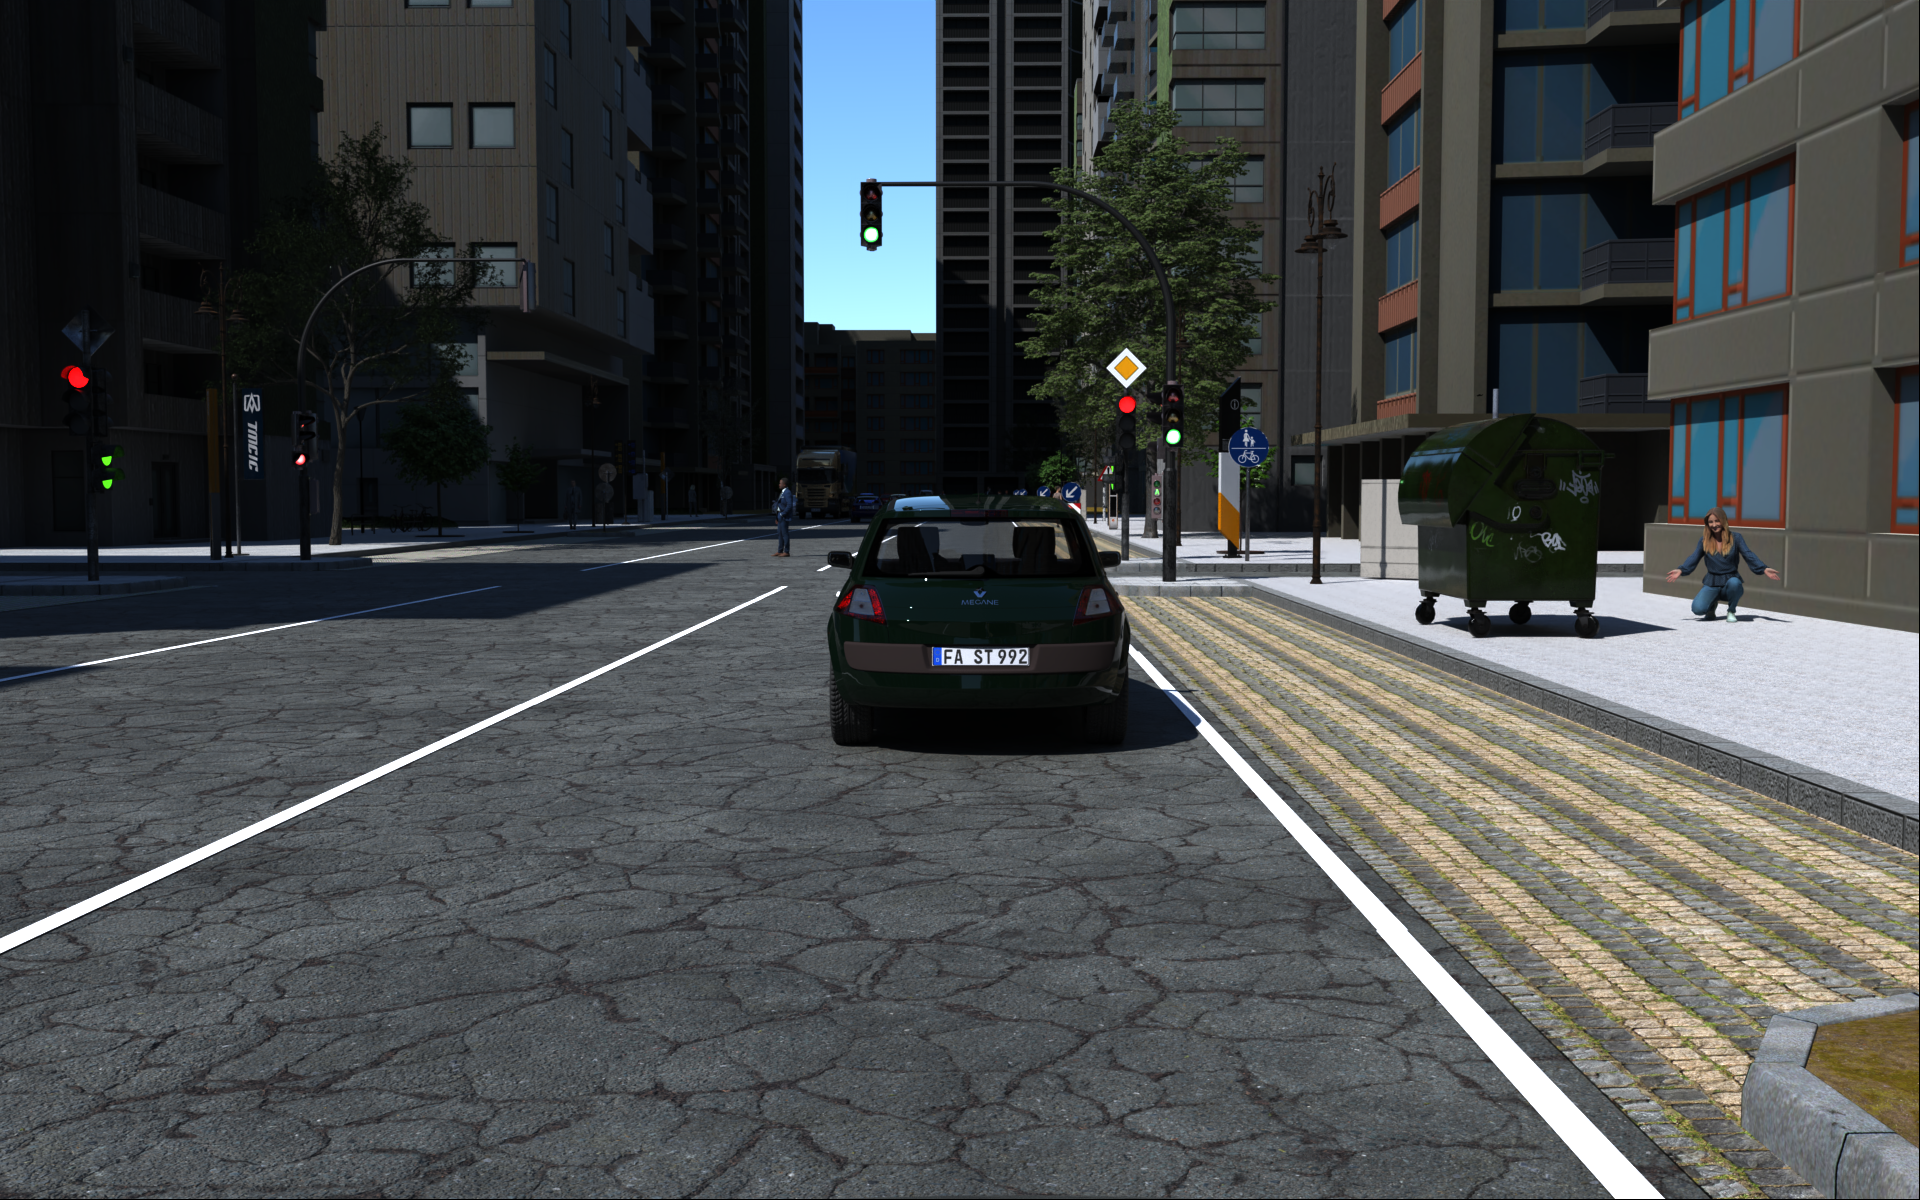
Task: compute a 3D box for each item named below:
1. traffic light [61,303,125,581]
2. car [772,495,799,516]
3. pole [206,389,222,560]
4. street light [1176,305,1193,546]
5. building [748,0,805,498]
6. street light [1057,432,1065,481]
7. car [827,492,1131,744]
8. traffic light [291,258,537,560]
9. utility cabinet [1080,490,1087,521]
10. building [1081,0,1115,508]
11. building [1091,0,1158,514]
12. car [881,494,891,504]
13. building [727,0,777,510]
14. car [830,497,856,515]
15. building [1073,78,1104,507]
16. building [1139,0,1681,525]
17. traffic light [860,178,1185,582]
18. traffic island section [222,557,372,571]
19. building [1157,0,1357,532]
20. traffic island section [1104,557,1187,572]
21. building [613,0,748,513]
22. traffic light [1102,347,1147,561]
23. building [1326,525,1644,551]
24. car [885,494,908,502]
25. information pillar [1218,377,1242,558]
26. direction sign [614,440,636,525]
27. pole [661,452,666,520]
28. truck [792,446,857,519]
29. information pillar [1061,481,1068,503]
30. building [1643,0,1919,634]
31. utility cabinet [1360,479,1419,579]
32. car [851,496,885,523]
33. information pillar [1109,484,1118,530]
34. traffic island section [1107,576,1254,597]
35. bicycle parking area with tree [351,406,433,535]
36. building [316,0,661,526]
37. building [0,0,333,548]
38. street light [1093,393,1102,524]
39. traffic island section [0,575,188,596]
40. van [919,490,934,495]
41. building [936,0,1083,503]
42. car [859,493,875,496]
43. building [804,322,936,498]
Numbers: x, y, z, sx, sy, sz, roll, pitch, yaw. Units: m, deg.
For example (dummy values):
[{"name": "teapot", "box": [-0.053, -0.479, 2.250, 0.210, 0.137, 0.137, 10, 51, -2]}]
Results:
[{"name": "traffic light", "box": [-12.817, -2.239, 25.535, 0.839, 4.253, 0.868, 0, 4, 1]}, {"name": "car", "box": [-11.357, -6.267, 114.835, 2.083, 1.381, 4.827, 0, 4, 1]}, {"name": "pole", "box": [-14.473, -2.431, 33.595, 0.158, 3.312, 0.155, 0, 3, 0]}, {"name": "street light", "box": [5.395, -4.269, 42.582, 0.468, 5.910, 1.993, 0, 4, 1]}, {"name": "building", "box": [-29.875, -38.453, 170.703, 28.212, 58.520, 21.231, 0, 4, 1]}, {"name": "street light", "box": [6.295, -8.246, 107.609, 0.468, 5.910, 1.993, 0, 4, 1]}, {"name": "car", "box": [0.100, -0.094, 11.323, 2.009, 1.686, 4.222, 0, 4, 0]}, {"name": "traffic light", "box": [-10.600, -3.600, 33.522, 4.771, 5.953, 1.251, 0, 4, 1]}, {"name": "utility cabinet", "box": [5.917, -4.535, 82.826, 0.318, 1.500, 1.173, 0, 4, 5]}, {"name": "building", "box": [24.833, -34.432, 152.207, 28.713, 52.752, 27.495, 0, 4, 1]}, {"name": "building", "box": [21.639, -30.786, 122.961, 23.786, 49.044, 30.456, 0, 4, 1]}, {"name": "car", "box": [-7.283, -10.159, 175.136, 2.155, 1.783, 4.494, 0, 4, 1]}, {"name": "building", "box": [-26.546, -43.363, 147.238, 20.563, 71.187, 20.611, 0, 4, 1]}, {"name": "car", "box": [-7.953, -6.560, 119.050, 2.131, 1.459, 4.920, 0, 3, 0]}, {"name": "building", "box": [18.332, -29.989, 173.920, 14.154, 41.232, 14.086, 0, 4, 1]}, {"name": "building", "box": [21.727, -26.825, 93.210, 22.147, 44.769, 28.867, 0, 4, 1]}, {"name": "traffic light", "box": [0.950, -3.090, 25.197, 4.771, 5.953, 1.251, 0, 4, 1]}, {"name": "traffic island section", "box": [-12.733, -0.696, 33.654, 2.009, 0.180, 2.903, 0, 4, 1]}, {"name": "building", "box": [14.177, -23.267, 64.009, 14.154, 41.232, 14.086, 0, 4, 1]}, {"name": "traffic island section", "box": [3.206, -0.680, 33.404, 2.009, 0.180, 2.903, 0, 4, 1]}, {"name": "building", "box": [-27.264, -28.655, 123.140, 22.147, 44.769, 28.867, 0, 4, 1]}, {"name": "traffic light", "box": [3.166, -2.714, 33.290, 0.839, 4.253, 0.868, 0, 4, 1]}, {"name": "building", "box": [24.198, -23.959, 46.361, 28.867, 44.769, 22.147, 0, 4, 1]}, {"name": "car", "box": [-4.236, -6.762, 120.783, 2.015, 1.641, 3.980, 0, 4, 1]}, {"name": "information pillar", "box": [5.393, -2.645, 34.606, 0.504, 3.616, 0.183, -2, 4, -28]}, {"name": "direction sign", "box": [-14.030, -4.931, 72.619, 0.876, 3.537, 0.379, -1, 4, -14]}, {"name": "pole", "box": [-14.483, -5.543, 84.464, 0.158, 3.312, 0.155, 0, 3, 0]}, {"name": "truck", "box": [-7.927, -6.967, 102.828, 2.839, 4.237, 11.283, 0, 4, 3]}, {"name": "information pillar", "box": [5.919, -5.713, 97.902, 0.304, 2.012, 0.304, -2, 4, -25]}, {"name": "building", "box": [22.523, -9.927, 7.343, 27.650, 21.520, 28.899, 0, 4, 1]}, {"name": "utility cabinet", "box": [6.618, -1.058, 25.979, 1.173, 1.500, 0.318, 3, 5, 41]}, {"name": "car", "box": [-4.571, -4.609, 87.937, 1.945, 1.354, 3.894, 0, 4, 2]}, {"name": "information pillar", "box": [5.556, -3.556, 62.637, 0.304, 2.012, 0.304, 1, 4, 9]}, {"name": "traffic island section", "box": [3.083, -0.192, 25.420, 2.009, 0.180, 2.903, 0, 4, 1]}, {"name": "bicycle parking area with tree", "box": [-22.137, -4.279, 56.958, 8.231, 4.147, 9.016, 1, 4, 16]}, {"name": "building", "box": [-29.732, -30.018, 80.040, 28.713, 52.752, 27.495, 0, 4, 1]}, {"name": "building", "box": [-25.969, -16.679, 44.397, 14.160, 30.474, 14.107, 0, 4, 1]}, {"name": "street light", "box": [5.877, -6.253, 75.027, 0.468, 5.910, 1.993, 0, 4, 1]}, {"name": "traffic island section", "box": [-12.856, -0.207, 25.670, 2.009, 0.180, 2.903, 0, 4, 1]}, {"name": "van", "box": [-3.384, -10.532, 179.216, 2.013, 2.044, 4.112, 0, 4, 3]}, {"name": "building", "box": [7.698, -46.839, 204.069, 20.611, 71.187, 20.563, 0, 4, 1]}, {"name": "car", "box": [-7.537, -7.987, 140.186, 1.945, 1.707, 3.694, 0, 4, 1]}, {"name": "building", "box": [-17.005, -22.265, 209.079, 28.899, 21.520, 27.650, 0, 4, 1]}]
